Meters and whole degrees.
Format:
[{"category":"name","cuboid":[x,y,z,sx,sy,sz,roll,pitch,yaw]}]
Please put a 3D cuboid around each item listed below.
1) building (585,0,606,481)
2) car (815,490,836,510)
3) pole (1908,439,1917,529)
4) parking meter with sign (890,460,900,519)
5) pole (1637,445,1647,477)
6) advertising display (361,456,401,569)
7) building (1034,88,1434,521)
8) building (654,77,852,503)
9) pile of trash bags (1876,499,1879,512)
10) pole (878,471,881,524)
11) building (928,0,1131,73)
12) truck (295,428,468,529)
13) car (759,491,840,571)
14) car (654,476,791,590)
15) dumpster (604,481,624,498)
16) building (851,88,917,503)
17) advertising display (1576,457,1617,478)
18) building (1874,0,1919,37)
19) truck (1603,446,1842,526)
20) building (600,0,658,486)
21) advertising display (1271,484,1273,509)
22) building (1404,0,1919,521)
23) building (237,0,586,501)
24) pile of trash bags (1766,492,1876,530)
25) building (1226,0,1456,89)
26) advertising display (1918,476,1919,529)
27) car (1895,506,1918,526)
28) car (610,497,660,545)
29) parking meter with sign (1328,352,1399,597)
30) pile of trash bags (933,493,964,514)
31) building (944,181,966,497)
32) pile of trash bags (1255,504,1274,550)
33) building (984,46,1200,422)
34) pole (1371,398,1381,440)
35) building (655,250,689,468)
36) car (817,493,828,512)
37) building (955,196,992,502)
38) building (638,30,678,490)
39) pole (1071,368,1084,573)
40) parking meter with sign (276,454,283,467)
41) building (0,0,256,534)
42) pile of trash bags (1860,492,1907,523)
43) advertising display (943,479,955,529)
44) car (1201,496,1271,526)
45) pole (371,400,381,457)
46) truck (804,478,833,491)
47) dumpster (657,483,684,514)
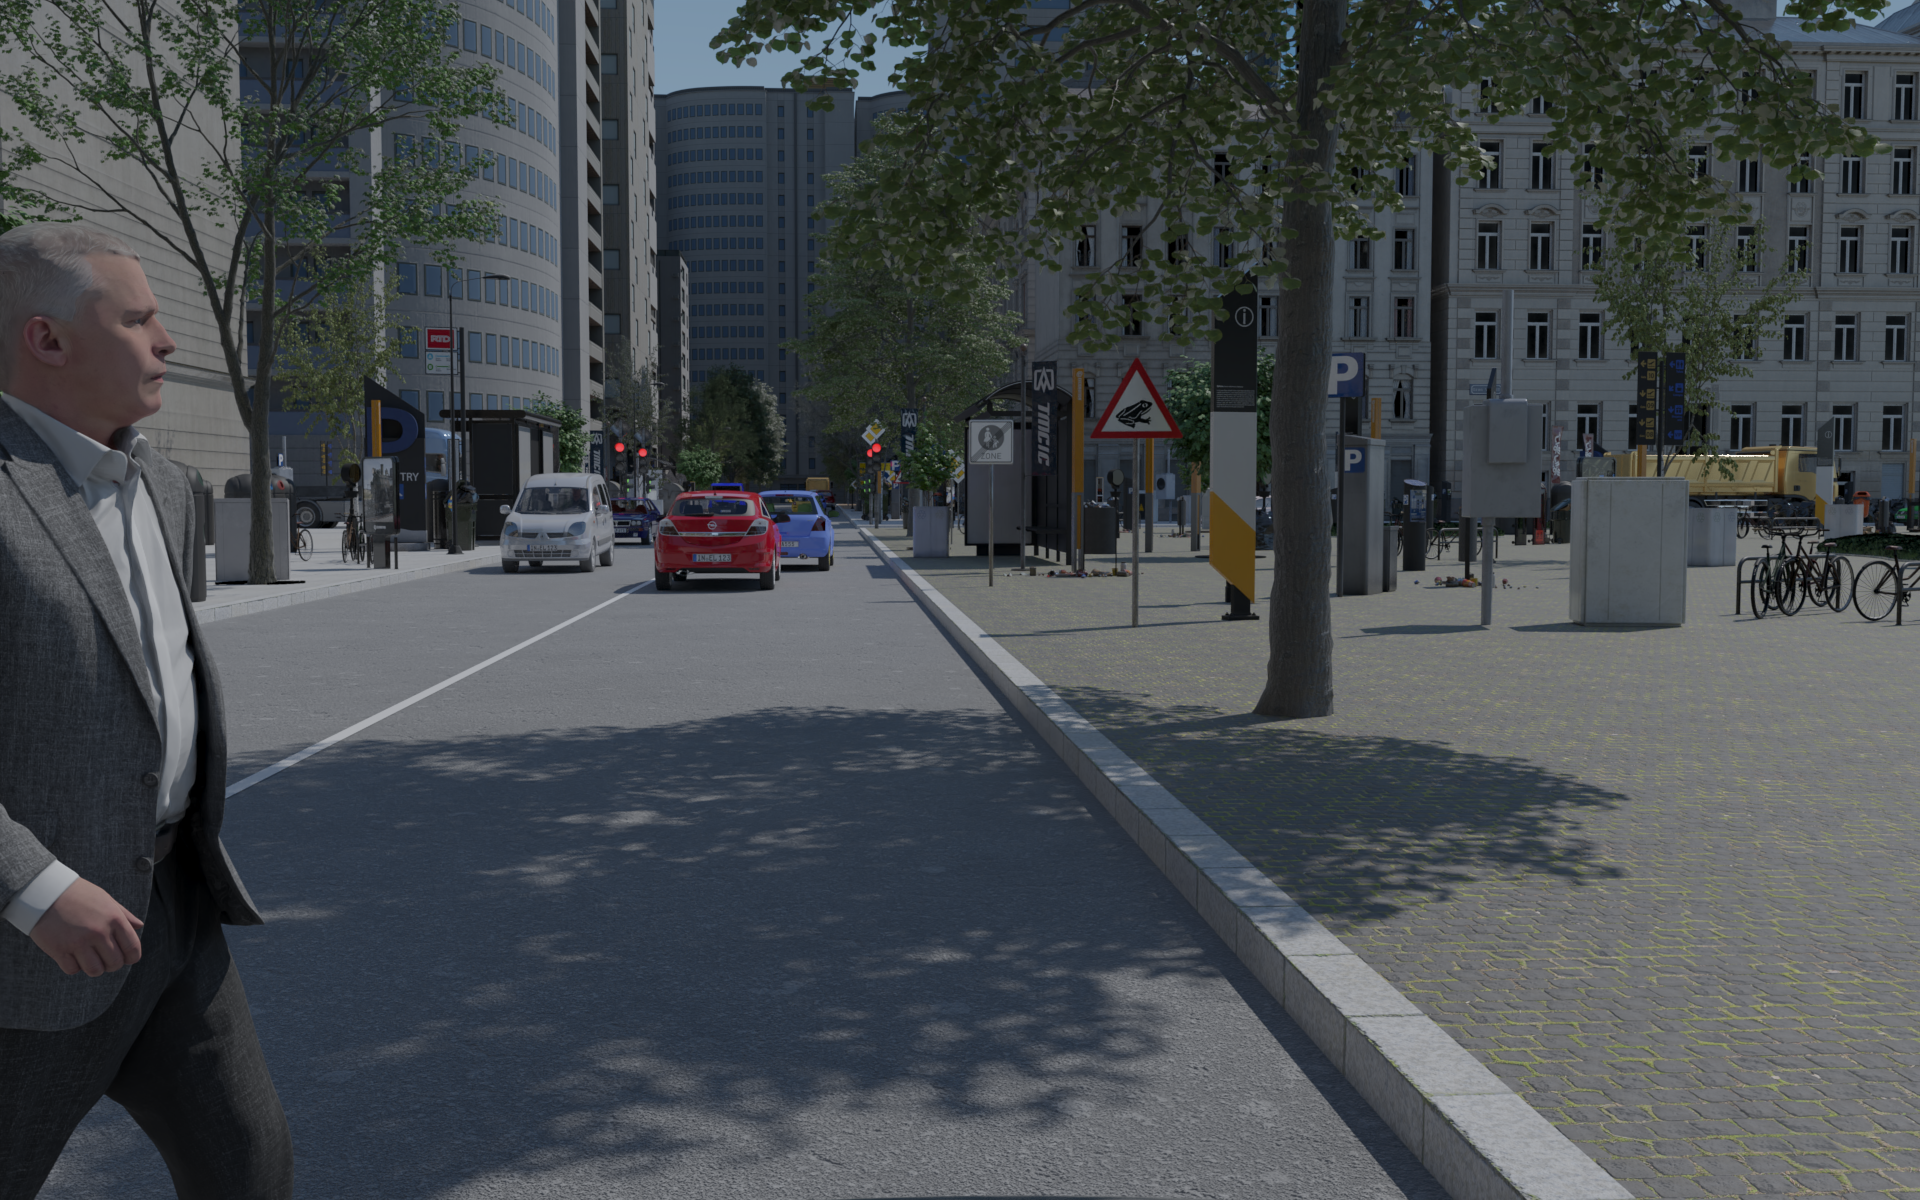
[{"category":"building","cuboid":[-39.056,-30.995,130.478,21.300,48.544,21.600,0,4,-4]},{"category":"car","cuboid":[-12.260,-9.002,155.851,2.281,1.827,5.304,0,4,-5]},{"category":"pole","cuboid":[35.118,-4.284,63.891,0.158,3.312,0.155,0,3,0]},{"category":"parking meter with sign","cuboid":[-3.295,-5.627,88.264,0.543,3.016,1.738,0,4,-1]},{"category":"pole","cuboid":[16.385,-2.923,41.642,0.158,3.312,0.155,0,3,0]},{"category":"advertising display","cuboid":[-9.944,-1.501,29.752,0.974,1.923,0.123,3,5,39]},{"category":"building","cuboid":[13.009,-14.449,85.385,18.267,20.994,9.793,0,4,-4]},{"category":"building","cuboid":[-29.220,-43.143,247.391,28.212,58.520,21.231,0,4,-4]},{"category":"pile of trash bags","cuboid":[39.811,-4.180,78.097,1.912,1.369,3.447,0,4,1]},{"category":"pole","cuboid":[-3.476,-4.926,74.387,0.158,3.312,0.155,0,3,0]},{"category":"building","cuboid":[7.179,-38.874,177.595,21.231,58.520,28.212,0,4,-4]},{"category":"truck","cuboid":[-27.755,-4.668,66.074,18.799,4.110,2.967,0,4,-3]},{"category":"car","cuboid":[-3.311,-1.463,33.518,1.945,1.707,3.694,0,4,-3]},{"category":"car","cuboid":[-3.764,-1.118,27.327,2.155,1.783,4.494,0,4,-4]},{"category":"dumpster","cuboid":[-15.496,-4.308,76.187,1.264,1.857,1.865,0,4,-4]},{"category":"building","cuboid":[-0.842,-43.231,248.823,28.212,58.520,21.231,0,4,-4]},{"category":"advertising display","cuboid":[11.051,-1.523,30.114,0.974,1.923,0.123,-2,4,-34]},{"category":"building","cuboid":[57.135,-18.609,90.169,20.117,28.700,13.634,0,4,-4]},{"category":"truck","cuboid":[31.375,-4.563,70.529,9.791,3.379,3.469,0,4,-6]},{"category":"building","cuboid":[-42.217,-34.767,157.682,28.713,52.752,27.495,0,4,-4]},{"category":"advertising display","cuboid":[10.434,-3.137,56.504,0.123,1.923,0.974,3,5,40]},{"category":"building","cuboid":[34.634,-17.777,87.910,25.104,27.353,12.463,0,4,-4]},{"category":"building","cuboid":[-32.496,-33.643,92.067,21.231,58.520,28.212,0,4,-4]},{"category":"pile of trash bags","cuboid":[31.007,-3.234,62.629,3.447,1.369,1.912,2,4,24]},{"category":"building","cuboid":[45.580,-54.670,206.518,31.000,86.520,22.319,0,4,-4]},{"category":"advertising display","cuboid":[17.335,-1.539,30.381,0.974,1.923,0.123,0,4,3]},{"category":"car","cuboid":[41.484,-3.880,72.229,4.718,1.807,1.959,0,4,-4]},{"category":"car","cuboid":[-9.605,-2.280,49.858,1.945,1.354,3.894,0,4,-2]},{"category":"parking meter with sign","cuboid":[5.165,-1.586,22.186,0.543,3.016,1.738,2,4,31]},{"category":"pile of trash bags","cuboid":[-0.366,-6.135,110.062,3.447,1.369,1.912,3,5,40]},{"category":"building","cuboid":[5.440,-23.542,156.615,14.160,30.474,14.107,0,4,-4]},{"category":"pile of trash bags","cuboid":[6.948,-1.916,41.081,1.912,1.369,3.447,-1,4,-14]},{"category":"building","cuboid":[9.187,-19.804,111.185,14.401,28.519,23.554,0,4,-4]},{"category":"pole","cuboid":[8.818,-2.626,36.776,0.158,3.312,0.155,0,3,0]},{"category":"building","cuboid":[-39.372,-26.518,205.270,14.107,30.474,14.160,0,4,-4]},{"category":"car","cuboid":[-11.600,-7.940,139.416,1.945,1.707,3.694,0,4,-4]},{"category":"building","cuboid":[6.196,-20.698,135.670,12.463,27.353,25.104,0,4,-4]},{"category":"building","cuboid":[-40.536,-45.460,181.528,20.563,71.187,20.611,0,4,-4]},{"category":"pole","cuboid":[1.920,-2.103,28.224,0.158,3.312,0.155,0,3,0]},{"category":"parking meter with sign","cuboid":[-30.103,-4.794,74.647,1.738,3.016,0.543,0,4,0]},{"category":"building","cuboid":[-42.772,-16.330,43.414,44.131,29.872,17.030,0,4,-4]},{"category":"pile of trash bags","cuboid":[42.855,-4.185,78.170,3.447,1.369,1.912,-1,4,-19]},{"category":"advertising display","cuboid":[-0.400,-3.623,64.452,0.123,1.923,0.974,1,4,19]},{"category":"car","cuboid":[12.047,-3.502,69.611,4.827,1.381,2.083,0,4,-5]},{"category":"pole","cuboid":[-12.683,-2.682,37.699,0.158,3.312,0.155,0,3,0]},{"category":"truck","cuboid":[-16.798,-12.786,204.968,3.469,3.379,9.791,0,4,-3]},{"category":"dumpster","cuboid":[-14.683,-5.025,87.909,1.264,1.857,1.865,0,4,-5]}]
